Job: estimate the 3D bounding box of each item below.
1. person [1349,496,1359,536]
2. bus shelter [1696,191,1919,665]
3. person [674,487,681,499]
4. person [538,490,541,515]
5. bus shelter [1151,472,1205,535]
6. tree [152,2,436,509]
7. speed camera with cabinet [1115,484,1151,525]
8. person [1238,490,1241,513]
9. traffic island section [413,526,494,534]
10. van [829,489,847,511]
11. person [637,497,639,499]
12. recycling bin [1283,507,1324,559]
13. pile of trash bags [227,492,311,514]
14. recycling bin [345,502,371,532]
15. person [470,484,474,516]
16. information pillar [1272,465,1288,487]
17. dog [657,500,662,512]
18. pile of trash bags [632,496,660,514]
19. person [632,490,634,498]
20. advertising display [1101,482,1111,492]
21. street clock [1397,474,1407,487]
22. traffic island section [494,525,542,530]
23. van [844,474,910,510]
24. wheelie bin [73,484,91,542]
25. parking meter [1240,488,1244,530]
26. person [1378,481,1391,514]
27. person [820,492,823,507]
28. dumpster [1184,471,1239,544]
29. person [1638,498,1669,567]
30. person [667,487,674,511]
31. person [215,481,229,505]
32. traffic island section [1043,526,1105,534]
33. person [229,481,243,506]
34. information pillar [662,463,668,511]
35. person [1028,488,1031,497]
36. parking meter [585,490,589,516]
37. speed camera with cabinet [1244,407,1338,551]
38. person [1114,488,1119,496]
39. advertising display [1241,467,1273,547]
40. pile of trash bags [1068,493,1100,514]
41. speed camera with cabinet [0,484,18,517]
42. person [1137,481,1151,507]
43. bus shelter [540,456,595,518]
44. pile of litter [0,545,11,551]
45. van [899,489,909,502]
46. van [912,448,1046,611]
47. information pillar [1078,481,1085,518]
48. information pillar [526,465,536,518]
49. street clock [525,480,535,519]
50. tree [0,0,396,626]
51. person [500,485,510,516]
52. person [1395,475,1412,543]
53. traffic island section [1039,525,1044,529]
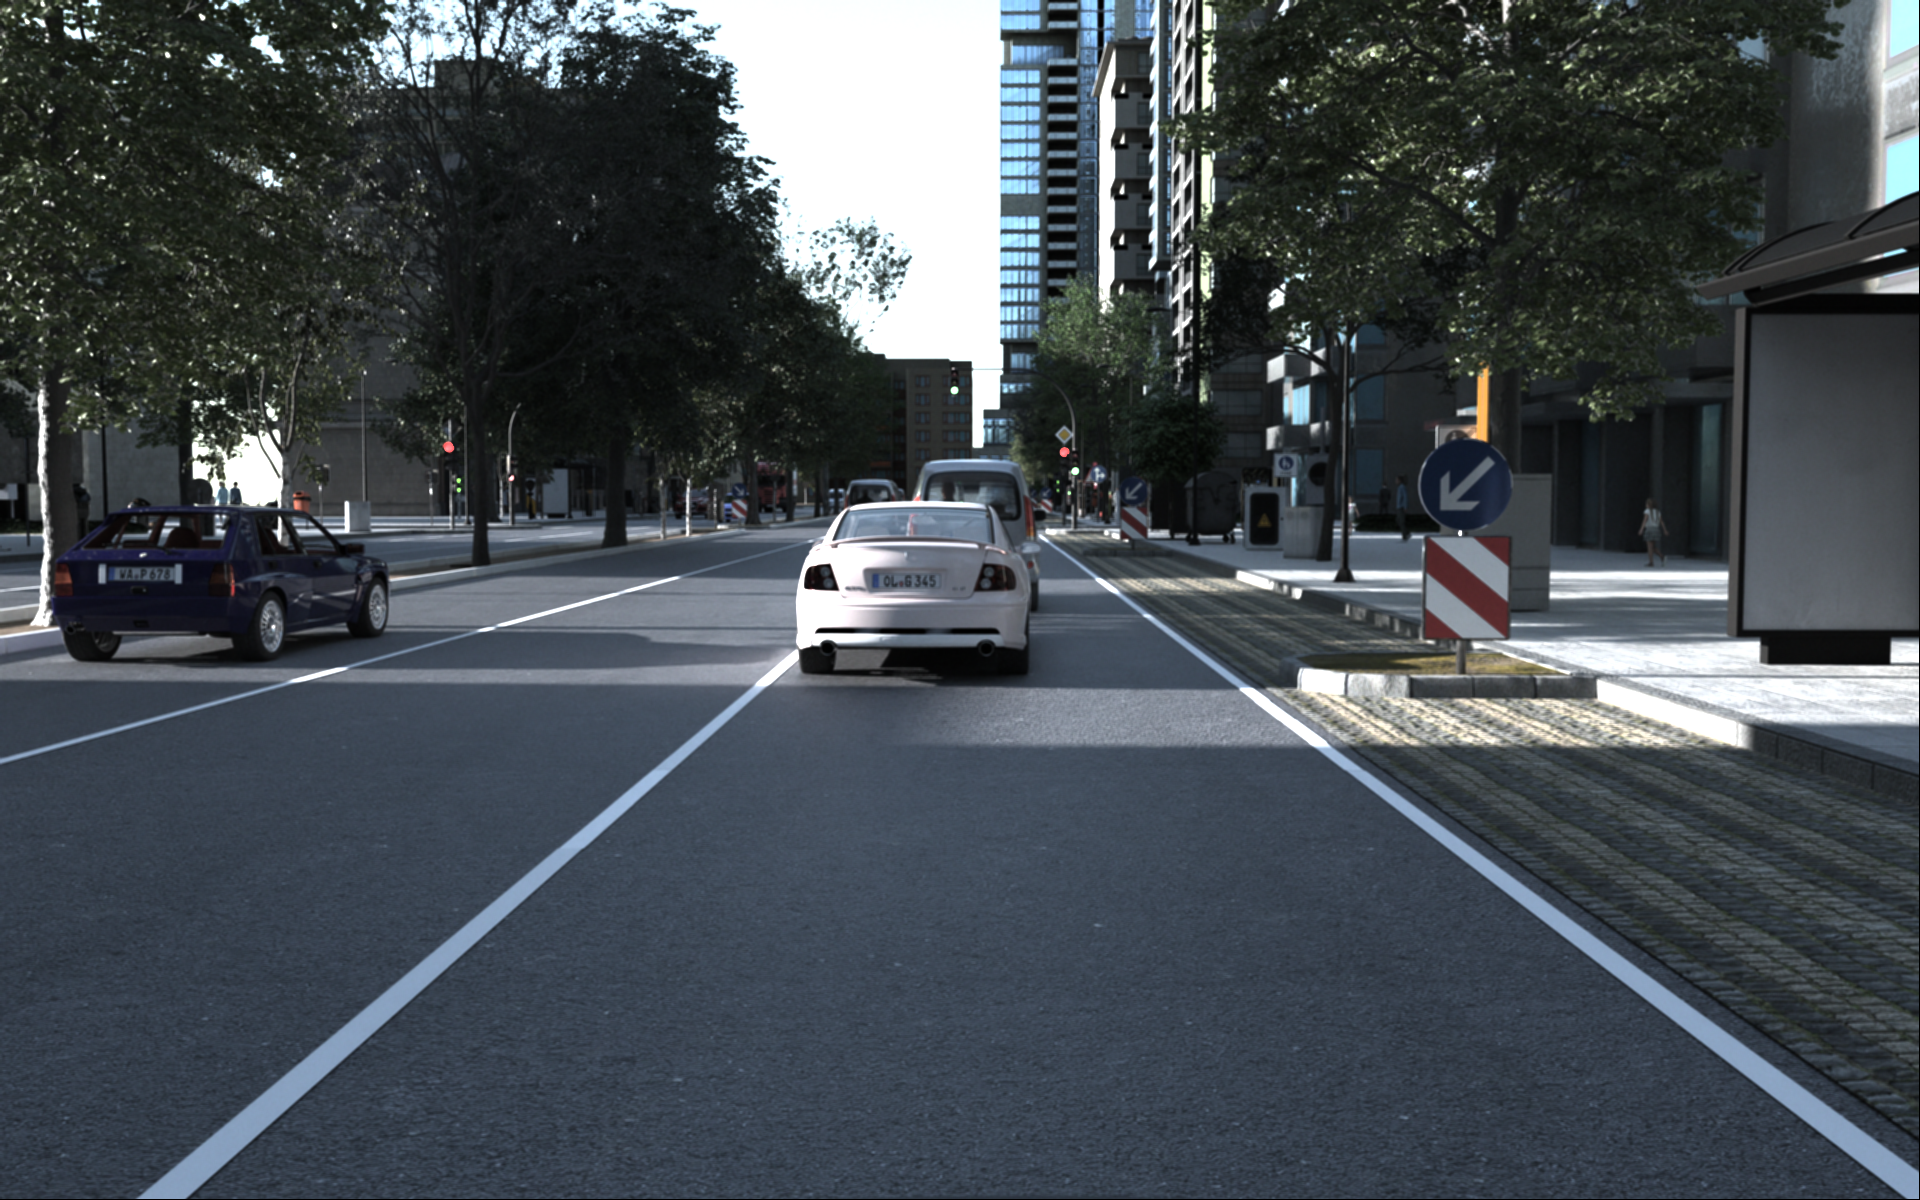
[{"bbox_3d":[11.985,-2.565,52.989,0.505,1.210,0.382,2,4,31],"label":"person"},{"bbox_3d":[6.576,-1.013,10.480,2.014,3.302,5.546,0,4,1],"label":"bus shelter"},{"bbox_3d":[-22.221,-7.980,136.508,0.794,1.824,0.713,0,4,-7],"label":"person"},{"bbox_3d":[-25.607,-5.944,105.830,0.503,1.515,0.523,2,4,27],"label":"person"},{"bbox_3d":[7.061,-4.007,56.801,1.731,3.624,6.357,0,4,1],"label":"bus shelter"},{"bbox_3d":[-9.791,-4.419,25.074,4.360,8.622,3.978,0,3,0],"label":"tree"},{"bbox_3d":[7.510,-4.753,72.048,2.038,3.252,0.660,0,4,0],"label":"speed camera with cabinet"},{"bbox_3d":[13.883,-4.863,85.401,0.795,1.843,0.661,1,4,21],"label":"person"},{"bbox_3d":[-18.481,-2.493,63.042,2.009,0.180,2.903,0,4,1],"label":"traffic island section"},{"bbox_3d":[-10.193,-8.296,142.647,2.013,2.044,4.112,0,4,2],"label":"van"},{"bbox_3d":[-22.592,-7.123,122.602,0.679,1.850,0.850,1,4,11],"label":"person"},{"bbox_3d":[6.958,-1.351,34.649,0.722,1.027,0.722,-3,5,-45],"label":"recycling bin"},{"bbox_3d":[-24.913,-3.226,62.497,3.447,1.369,1.912,1,4,17],"label":"pile of trash bags"},{"bbox_3d":[-20.364,-2.815,58.583,0.722,1.027,0.722,-2,4,-27],"label":"recycling bin"},{"bbox_3d":[-28.246,-5.818,100.974,0.655,1.846,0.447,-2,4,-27],"label":"person"},{"bbox_3d":[8.157,-2.426,44.161,0.304,2.012,0.304,3,5,40],"label":"information pillar"},{"bbox_3d":[-22.056,-6.869,126.686,0.513,0.831,0.800,0,4,-7],"label":"dog"},{"bbox_3d":[-20.574,-6.305,112.843,1.912,1.369,3.447,-1,4,-13],"label":"pile of trash bags"},{"bbox_3d":[-27.127,-8.374,143.140,0.590,1.801,0.661,2,4,25],"label":"person"},{"bbox_3d":[8.068,-5.539,95.776,0.123,1.923,0.974,2,4,33],"label":"advertising display"},{"bbox_3d":[16.169,-3.596,63.368,0.358,2.002,0.471,2,4,35],"label":"street clock"},{"bbox_3d":[-18.370,-2.981,71.026,2.009,0.180,2.903,0,4,1],"label":"traffic island section"},{"bbox_3d":[-2.509,-2.740,51.802,2.013,2.044,4.112,0,4,2],"label":"van"},{"bbox_3d":[-22.312,-2.181,43.563,0.693,1.594,0.980,1,4,13],"label":"wheelie bin"},{"bbox_3d":[10.117,-3.398,61.272,0.399,1.863,0.255,1,4,9],"label":"parking meter"},{"bbox_3d":[19.098,-4.423,78.133,0.659,1.850,0.755,0,4,-7],"label":"person"},{"bbox_3d":[-15.315,-11.100,191.460,0.593,1.643,0.415,0,4,3],"label":"person"},{"bbox_3d":[6.557,-2.410,45.156,1.264,1.857,1.865,0,4,1],"label":"dumpster"},{"bbox_3d":[12.197,-1.189,30.505,0.505,1.210,0.382,-2,4,-26],"label":"person"},{"bbox_3d":[-22.302,-7.808,133.694,0.794,1.824,0.713,2,4,30],"label":"person"},{"bbox_3d":[-31.681,-4.191,74.422,0.638,1.841,0.748,-3,5,-44],"label":"person"},{"bbox_3d":[4.158,-2.474,62.723,2.009,0.180,2.903,0,4,1],"label":"traffic island section"},{"bbox_3d":[-30.544,-4.094,73.006,0.581,1.822,0.654,0,4,1],"label":"person"},{"bbox_3d":[-21.944,-8.403,128.741,0.504,3.616,0.183,3,4,39],"label":"information pillar"},{"bbox_3d":[4.455,-6.467,114.212,0.580,1.828,0.573,2,4,24],"label":"person"},{"bbox_3d":[-21.521,-5.786,100.316,0.255,1.863,0.399,1,4,11],"label":"parking meter"},{"bbox_3d":[7.534,-2.758,39.437,2.038,3.252,0.660,1,4,15],"label":"speed camera with cabinet"},{"bbox_3d":[12.924,-8.341,142.592,0.511,1.800,0.466,1,4,21],"label":"person"},{"bbox_3d":[7.180,-2.243,41.893,0.123,1.923,0.974,-2,4,-32],"label":"advertising display"},{"bbox_3d":[8.144,-6.334,113.305,1.912,1.369,3.447,-2,4,-27],"label":"pile of trash bags"},{"bbox_3d":[-40.038,-4.722,71.538,2.038,3.252,0.660,1,4,10],"label":"speed camera with cabinet"},{"bbox_3d":[7.426,-3.913,69.986,0.622,1.834,0.822,1,4,12],"label":"person"},{"bbox_3d":[-21.404,-6.128,94.110,2.014,3.302,5.546,0,4,1],"label":"bus shelter"},{"bbox_3d":[-22.053,-1.514,38.720,1.176,0.858,1.719,2,4,35],"label":"pile of litter"},{"bbox_3d":[-5.210,-8.227,141.527,2.013,2.044,4.112,0,3,0],"label":"van"},{"bbox_3d":[0.150,-0.955,22.625,2.013,2.044,4.112,0,4,0],"label":"van"},{"bbox_3d":[6.597,-5.463,93.809,0.304,2.012,0.304,1,4,20],"label":"information pillar"},{"bbox_3d":[-22.592,-6.109,91.239,0.504,3.616,0.183,0,4,-3],"label":"information pillar"},{"bbox_3d":[-21.754,-5.084,87.701,0.471,2.002,0.358,-1,4,-17],"label":"street clock"},{"bbox_3d":[-9.921,-6.016,18.944,7.486,12.596,7.792,0,3,0],"label":"tree"},{"bbox_3d":[-26.917,-5.905,102.679,0.778,1.811,0.616,-2,4,-23],"label":"person"},{"bbox_3d":[11.744,-2.414,45.858,0.444,1.785,0.601,1,4,23],"label":"person"},{"bbox_3d":[4.269,-2.962,70.708,2.009,0.180,2.903,0,4,1],"label":"traffic island section"}]
